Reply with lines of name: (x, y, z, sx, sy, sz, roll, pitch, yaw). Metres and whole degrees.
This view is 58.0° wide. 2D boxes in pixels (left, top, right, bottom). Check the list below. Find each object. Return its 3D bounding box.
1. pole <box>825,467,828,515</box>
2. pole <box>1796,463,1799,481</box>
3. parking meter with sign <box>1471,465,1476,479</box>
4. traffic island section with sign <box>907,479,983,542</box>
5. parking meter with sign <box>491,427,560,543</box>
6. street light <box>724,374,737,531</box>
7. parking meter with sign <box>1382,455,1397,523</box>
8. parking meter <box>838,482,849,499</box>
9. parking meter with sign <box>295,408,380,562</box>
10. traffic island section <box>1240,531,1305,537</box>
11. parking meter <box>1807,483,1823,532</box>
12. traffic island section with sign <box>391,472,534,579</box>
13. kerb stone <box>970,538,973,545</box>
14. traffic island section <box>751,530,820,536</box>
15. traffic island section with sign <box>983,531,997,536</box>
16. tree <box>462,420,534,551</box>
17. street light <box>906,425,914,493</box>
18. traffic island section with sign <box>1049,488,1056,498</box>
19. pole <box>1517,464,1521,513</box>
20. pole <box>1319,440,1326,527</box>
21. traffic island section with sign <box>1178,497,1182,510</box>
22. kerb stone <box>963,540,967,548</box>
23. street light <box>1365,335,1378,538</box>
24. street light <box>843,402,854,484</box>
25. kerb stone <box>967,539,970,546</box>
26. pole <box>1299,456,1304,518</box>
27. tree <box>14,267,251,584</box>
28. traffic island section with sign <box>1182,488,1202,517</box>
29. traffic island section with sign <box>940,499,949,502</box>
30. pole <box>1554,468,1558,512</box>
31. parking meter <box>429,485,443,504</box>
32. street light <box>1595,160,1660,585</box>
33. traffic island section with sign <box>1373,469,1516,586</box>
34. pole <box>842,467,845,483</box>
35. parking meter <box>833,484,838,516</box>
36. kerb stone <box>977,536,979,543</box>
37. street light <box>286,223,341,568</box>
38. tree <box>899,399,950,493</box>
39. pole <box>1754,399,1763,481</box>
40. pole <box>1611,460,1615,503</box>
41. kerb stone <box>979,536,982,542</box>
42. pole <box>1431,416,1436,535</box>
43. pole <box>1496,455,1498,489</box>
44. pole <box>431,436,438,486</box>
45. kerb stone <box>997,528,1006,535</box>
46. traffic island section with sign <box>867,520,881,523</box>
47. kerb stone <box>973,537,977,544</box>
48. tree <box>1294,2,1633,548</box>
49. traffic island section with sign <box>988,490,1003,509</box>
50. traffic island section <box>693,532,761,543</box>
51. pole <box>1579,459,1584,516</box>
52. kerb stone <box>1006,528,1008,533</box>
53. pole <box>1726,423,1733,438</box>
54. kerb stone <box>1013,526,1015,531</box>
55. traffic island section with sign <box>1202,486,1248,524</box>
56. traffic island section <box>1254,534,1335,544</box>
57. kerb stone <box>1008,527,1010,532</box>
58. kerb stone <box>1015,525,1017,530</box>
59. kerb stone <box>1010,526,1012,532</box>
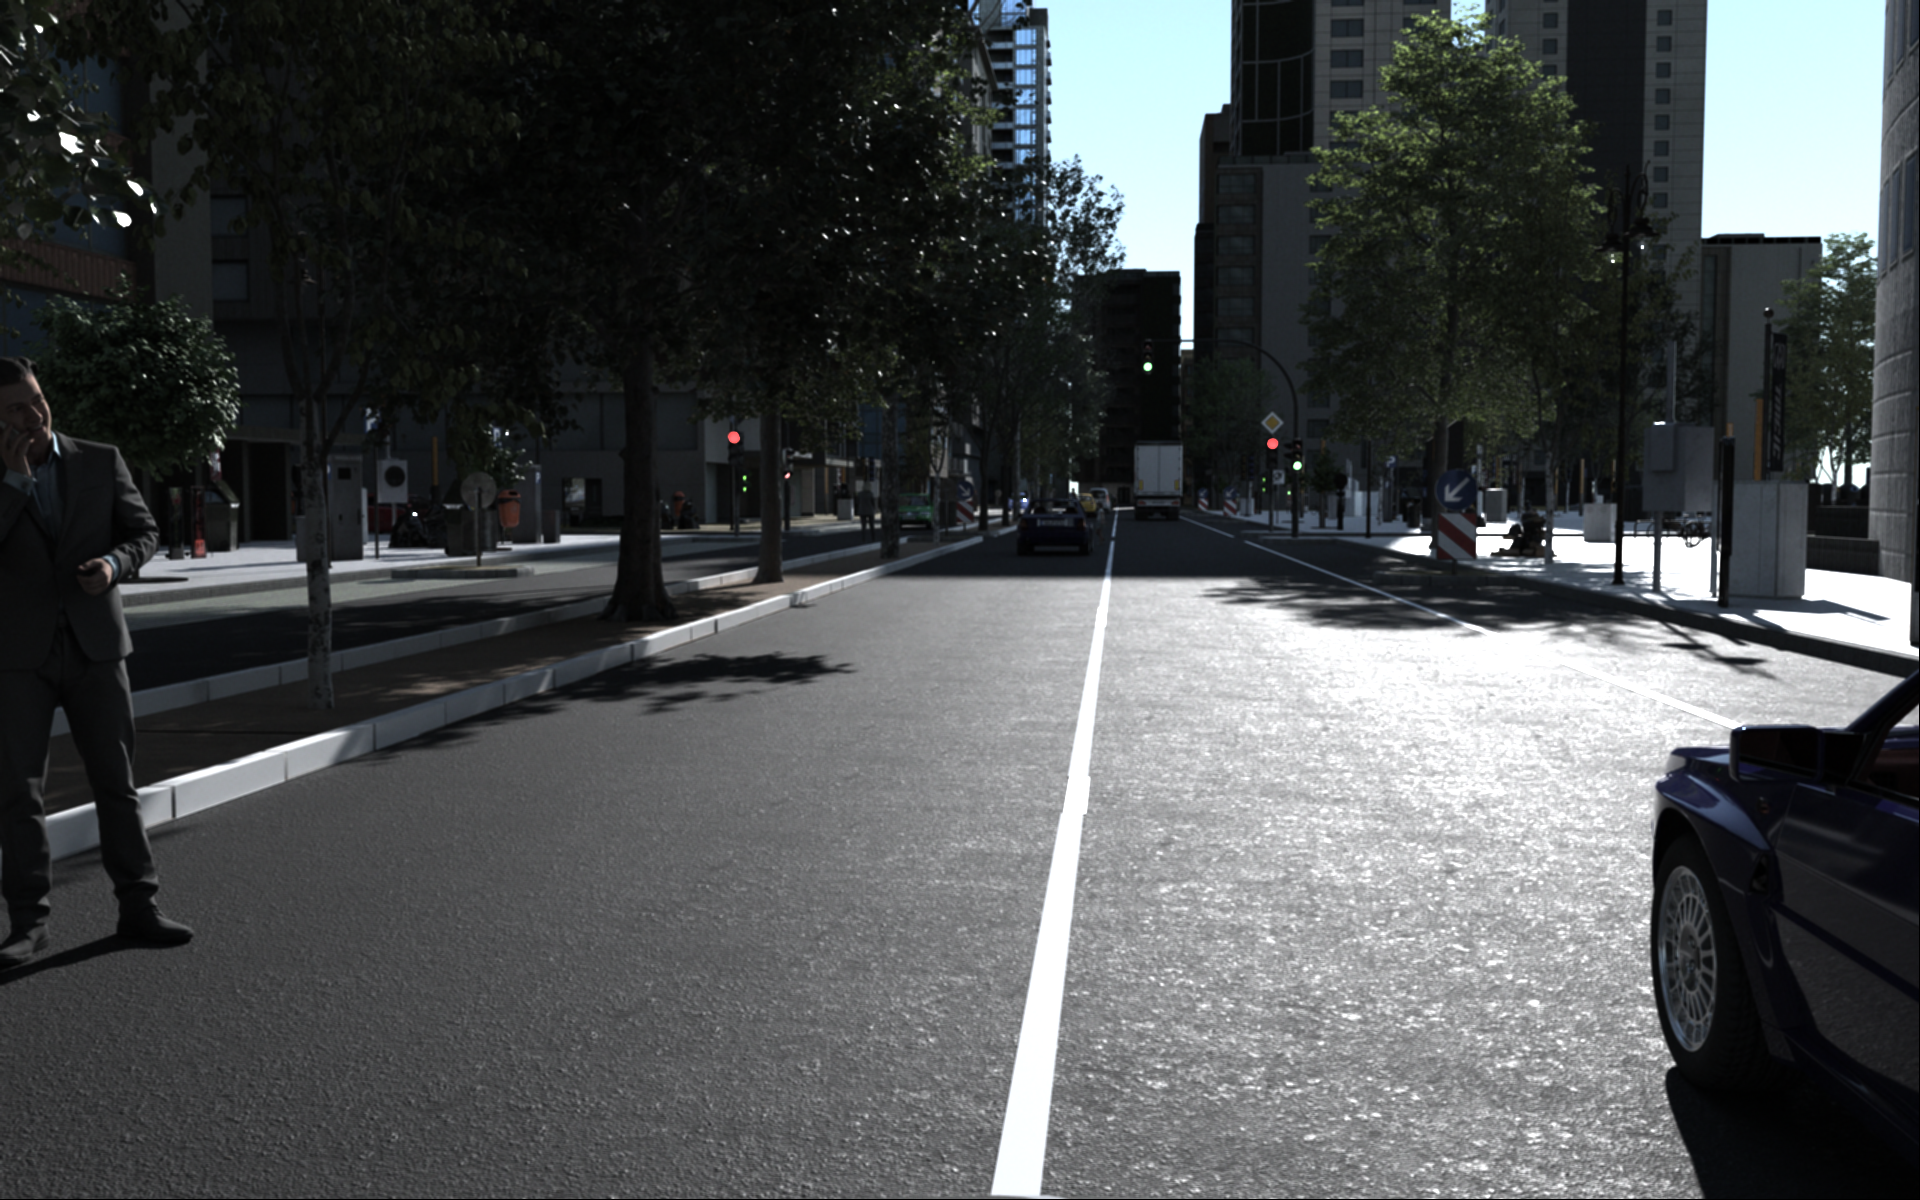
pole: (-8.208, -6.887, 106.451, 0.158, 3.312, 0.155, 0, 3, 0)
pole: (55.787, -7.433, 115.376, 0.158, 3.312, 0.155, 0, 3, 0)
parking meter with sign: (30.391, -6.600, 104.176, 1.738, 3.016, 0.543, -2, 4, -32)
traffic island section with sign: (-0.469, -2.686, 52.058, 2.006, 1.907, 1.989, 0, 4, 5)
parking meter with sign: (-11.332, -2.995, 45.237, 1.738, 3.016, 0.543, 1, 4, 9)
street light: (-8.006, -5.373, 60.644, 0.468, 5.910, 1.993, 0, 4, 5)
parking meter with sign: (19.483, -5.049, 78.819, 0.543, 3.016, 1.738, 1, 4, 8)
parking meter: (-5.703, -4.907, 85.939, 0.399, 1.863, 0.255, 0, 4, 8)
parking meter with sign: (-11.984, -2.276, 33.466, 0.543, 3.016, 1.738, 2, 4, 34)
traffic island section: (10.585, -2.235, 58.824, 2.009, 0.180, 2.903, 0, 4, 5)
parking meter: (19.570, -1.915, 39.722, 0.372, 1.533, 0.369, 0, 3, 0)
traffic island section with sign: (-8.507, -1.307, 29.995, 1.989, 1.847, 2.006, 0, 4, 5)
kerb stone: (0.198, -1.574, 47.985, 0.120, 0.150, 1.000, 0, 4, 5)
traffic island section: (-6.036, -2.329, 60.353, 2.009, 0.180, 2.903, 0, 4, 5)
traffic island section with sign: (0.220, -3.137, 59.434, 2.006, 1.907, 1.989, 0, 4, 5)
tree: (-10.698, -2.724, 39.141, 1.663, 3.219, 1.824, 0, 3, 0)
street light: (-3.210, -8.587, 113.185, 0.468, 5.910, 1.993, 0, 4, 5)
traffic island section with sign: (7.098, -7.714, 134.258, 2.006, 1.907, 1.989, 0, 4, 5)
pole: (41.117, -8.165, 127.340, 0.158, 3.312, 0.155, 0, 3, 0)
pole: (13.775, -4.401, 65.803, 0.158, 3.312, 0.155, 0, 3, 0)
traffic island section with sign: (19.929, -9.267, 160.150, 1.989, 1.847, 2.006, 0, 4, 5)
kerb stone: (0.015, -1.452, 45.941, 0.120, 0.150, 1.000, 0, 4, 5)
street light: (11.875, -4.735, 50.207, 0.468, 5.910, 1.993, 0, 4, 5)
street light: (-5.644, -6.995, 87.160, 0.468, 5.910, 1.993, 0, 4, 5)
kerb stone: (0.109, -1.515, 46.967, 0.120, 0.150, 1.000, 0, 4, 5)
pole: (18.350, -6.063, 92.969, 0.158, 3.312, 0.155, 0, 3, 0)
tree: (-12.163, -2.548, 25.376, 4.285, 4.588, 4.351, 0, 3, 0)
traffic island section with sign: (15.361, -6.231, 110.503, 1.989, 1.847, 2.006, 0, 4, 5)
traffic island section with sign: (-0.979, -6.304, 111.692, 1.989, 1.847, 2.006, 0, 4, 5)
pole: (43.540, -8.115, 126.519, 0.158, 3.312, 0.155, 0, 3, 0)
parking meter: (-15.215, -2.565, 50.344, 0.372, 1.533, 0.369, 0, 3, 0)
street light: (9.357, -3.159, 24.443, 0.468, 5.910, 1.993, 0, 4, 5)
traffic island section with sign: (7.754, -1.182, 27.961, 1.989, 1.847, 2.006, 0, 4, 5)
pole: (-7.480, -7.176, 111.167, 0.158, 3.312, 0.155, 0, 3, 0)
parking meter: (-7.338, -5.969, 103.304, 0.399, 1.863, 0.255, 1, 4, 15)
kerb stone: (0.385, -1.700, 50.020, 0.120, 0.150, 1.000, 0, 4, 5)
street light: (-10.934, -3.484, 29.744, 0.468, 5.910, 1.993, 0, 4, 5)
tree: (-2.797, -10.860, 127.931, 4.737, 8.622, 4.395, 0, 3, 0)
pole: (17.116, -2.647, 37.124, 0.158, 3.312, 0.155, 0, 3, 0)
pole: (38.190, -6.574, 101.324, 0.158, 3.312, 0.155, 0, 3, 0)
kerb stone: (0.484, -1.754, 51.038, 0.120, 0.150, 1.000, 0, 4, 5)
pole: (12.522, -3.161, 45.530, 0.158, 3.312, 0.155, 0, 3, 0)
pole: (28.256, -5.942, 90.995, 0.158, 3.312, 0.155, 0, 3, 0)
pole: (-18.606, -4.132, 61.404, 0.158, 3.312, 0.155, 0, 3, 0)
kerb stone: (1.470, -2.419, 61.748, 0.120, 0.150, 1.000, 0, 4, 5)
traffic island section with sign: (-3.450, -4.662, 84.850, 1.989, 1.847, 2.006, 0, 4, 5)
kerb stone: (0.297, -1.633, 49.002, 0.120, 0.150, 1.000, 0, 4, 5)
tree: (11.761, -7.493, 40.631, 7.486, 12.596, 7.792, 0, 3, 0)
traffic island section with sign: (3.627, -9.359, 161.655, 1.989, 1.847, 2.006, 0, 4, 5)
traffic island section: (-6.768, -1.842, 52.401, 2.009, 0.180, 2.903, 0, 4, 5)
pole: (36.057, -6.521, 100.466, 0.158, 3.312, 0.155, 0, 3, 0)
kerb stone: (1.571, -2.474, 62.773, 0.120, 0.150, 1.000, 0, 4, 5)
pole: (22.069, -3.420, 49.757, 0.158, 3.312, 0.155, 0, 3, 0)
kerb stone: (1.942, -2.729, 66.861, 0.120, 0.150, 1.000, 0, 4, 5)
traffic island section with sign: (12.883, -4.589, 83.662, 1.989, 1.847, 2.006, 0, 4, 5)
traffic island section: (9.853, -1.749, 50.872, 2.009, 0.180, 2.903, 0, 4, 5)
kerb stone: (1.652, -2.544, 63.792, 0.120, 0.150, 1.000, 0, 4, 5)
kerb stone: (2.034, -2.794, 67.879, 0.120, 0.150, 1.000, 0, 4, 5)
kerb stone: (1.749, -2.606, 64.810, 0.120, 0.150, 1.000, 0, 4, 5)
